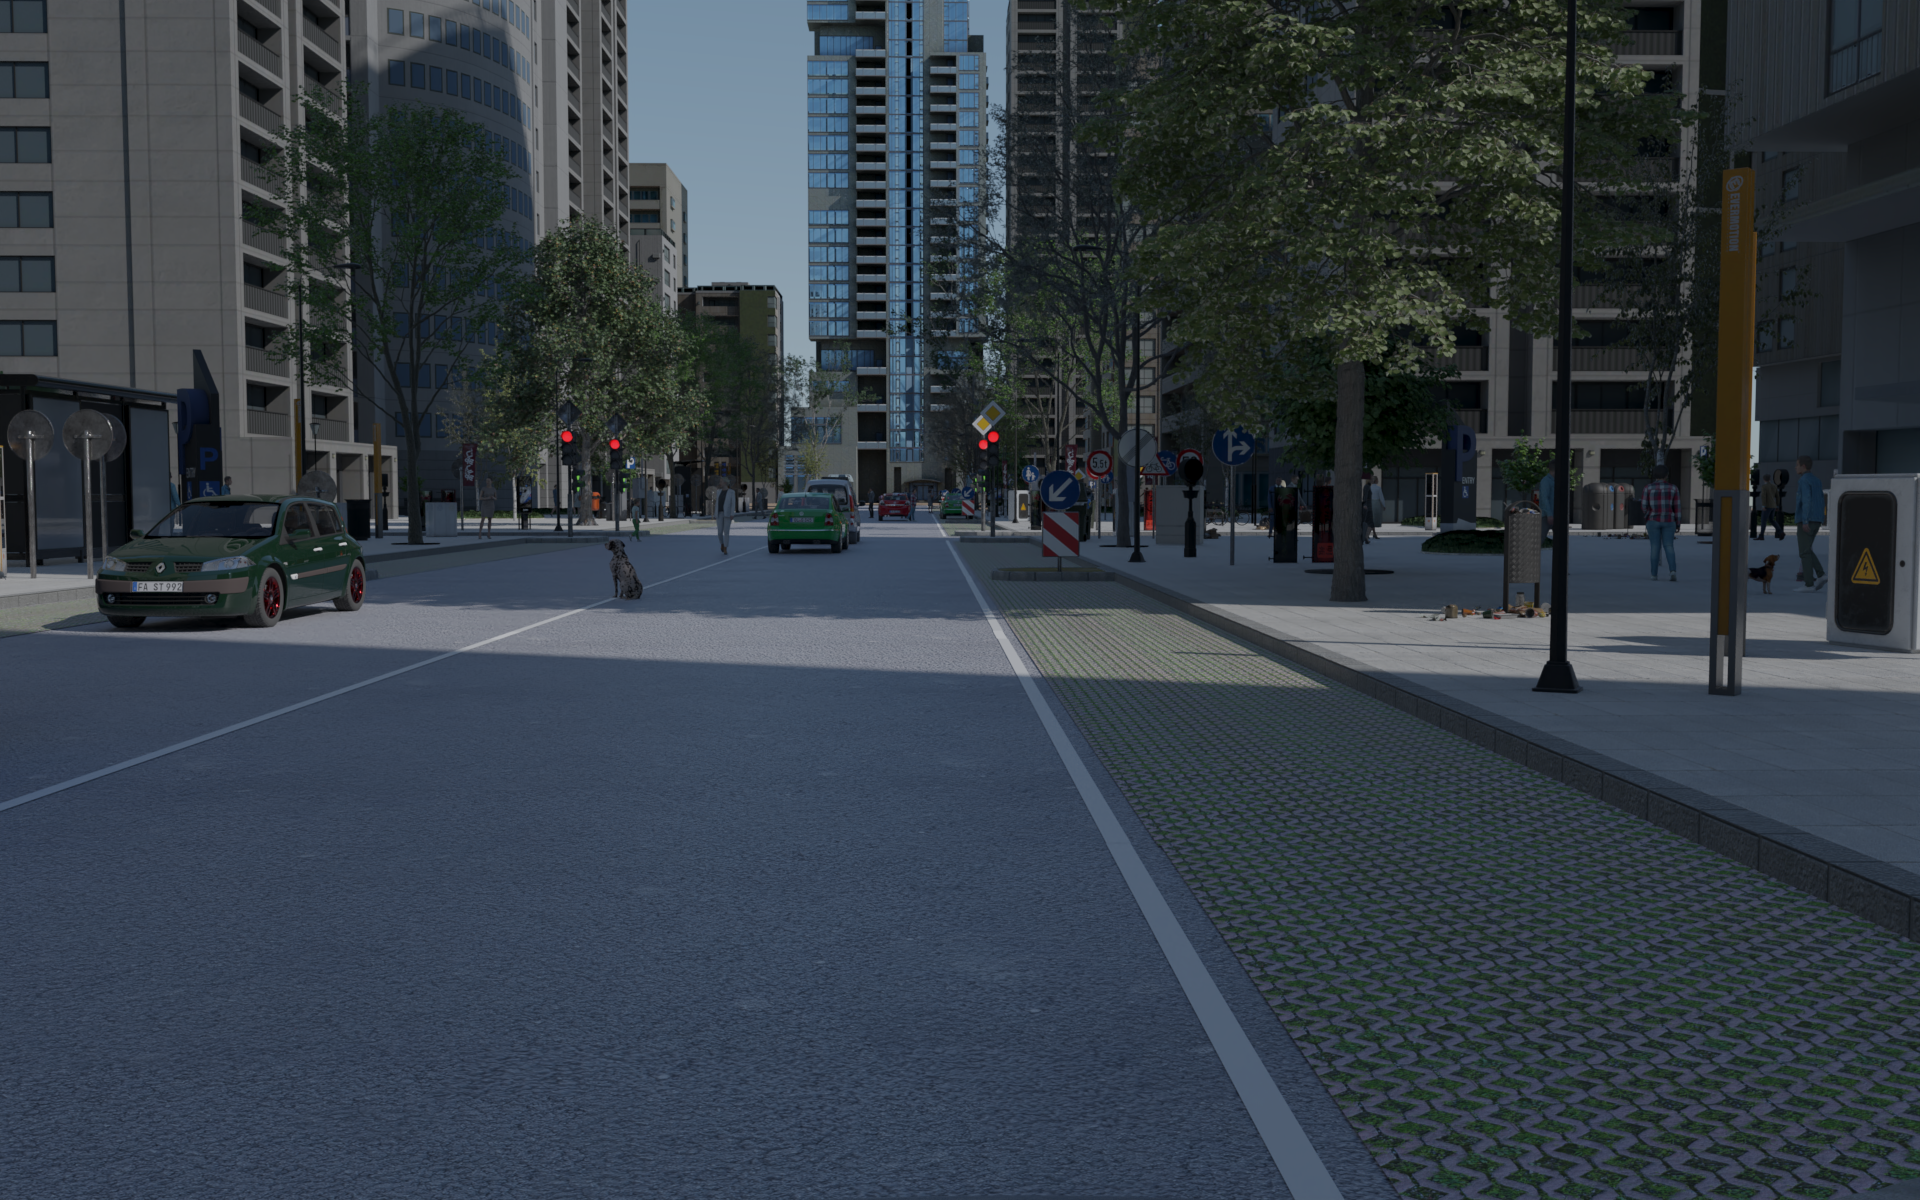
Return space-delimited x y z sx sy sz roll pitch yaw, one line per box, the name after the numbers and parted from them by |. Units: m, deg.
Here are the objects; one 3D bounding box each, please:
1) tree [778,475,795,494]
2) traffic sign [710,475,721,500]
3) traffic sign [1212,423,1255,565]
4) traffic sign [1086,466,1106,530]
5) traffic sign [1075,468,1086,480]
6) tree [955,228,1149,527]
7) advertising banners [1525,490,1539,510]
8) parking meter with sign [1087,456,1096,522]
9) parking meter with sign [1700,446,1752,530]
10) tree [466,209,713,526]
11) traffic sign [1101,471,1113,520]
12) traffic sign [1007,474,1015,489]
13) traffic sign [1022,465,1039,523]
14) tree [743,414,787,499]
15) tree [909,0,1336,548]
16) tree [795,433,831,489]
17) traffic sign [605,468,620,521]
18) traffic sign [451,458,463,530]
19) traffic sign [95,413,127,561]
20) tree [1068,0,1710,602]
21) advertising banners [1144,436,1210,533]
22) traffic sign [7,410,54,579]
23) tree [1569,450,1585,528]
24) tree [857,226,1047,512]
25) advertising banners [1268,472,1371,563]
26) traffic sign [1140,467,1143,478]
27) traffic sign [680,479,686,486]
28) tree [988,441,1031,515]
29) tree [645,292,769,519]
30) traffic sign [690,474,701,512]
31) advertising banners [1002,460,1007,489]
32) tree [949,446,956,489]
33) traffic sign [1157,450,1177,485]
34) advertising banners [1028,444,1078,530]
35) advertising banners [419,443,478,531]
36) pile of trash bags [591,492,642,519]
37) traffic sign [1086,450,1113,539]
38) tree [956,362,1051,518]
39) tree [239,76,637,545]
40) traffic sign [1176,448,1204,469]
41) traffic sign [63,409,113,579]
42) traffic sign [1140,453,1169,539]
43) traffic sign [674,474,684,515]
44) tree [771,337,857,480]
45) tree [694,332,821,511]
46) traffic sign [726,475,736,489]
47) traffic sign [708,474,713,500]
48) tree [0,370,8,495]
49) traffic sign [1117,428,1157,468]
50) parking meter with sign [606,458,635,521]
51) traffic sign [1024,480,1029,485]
-17.423 -11.040 175.109 1.663 3.219 1.824 0 3 0 | tree
-15.959 -6.911 113.105 0.768 2.556 0.104 0 4 -1 | traffic sign
4.901 -1.896 31.105 0.768 2.556 0.104 0 4 4 | traffic sign
4.831 -3.731 61.110 0.768 2.556 0.104 0 4 6 | traffic sign
6.062 -5.413 88.234 0.795 2.593 0.064 0 4 6 | traffic sign
3.603 -8.709 68.141 9.928 11.665 9.643 0 3 0 | tree
21.148 -4.111 63.407 0.090 3.025 2.074 -2 4 -34 | advertising banners
6.109 -5.112 79.848 0.543 3.016 1.738 0 4 2 | parking meter with sign
27.607 -4.046 62.407 1.738 3.016 0.543 0 4 -2 | parking meter with sign
-15.092 -9.363 70.086 9.611 12.733 9.660 0 3 0 | tree
7.136 -5.194 85.033 0.768 2.556 0.104 0 4 -1 | traffic sign
3.048 -6.330 103.596 0.768 2.556 0.104 0 4 5 | traffic sign
3.109 -4.654 76.198 0.768 2.556 0.104 0 4 8 | traffic sign
-17.101 -12.295 151.382 4.360 8.622 3.978 0 3 0 | tree
3.808 -8.012 41.366 12.009 13.543 11.850 0 3 0 | tree
-16.965 -15.070 196.750 4.737 8.622 4.395 0 3 0 | tree
-16.227 -4.949 81.015 0.768 2.556 0.104 0 4 6 | traffic sign
-17.602 -3.735 61.167 0.768 2.556 0.104 0 4 8 | traffic sign
-13.525 -1.666 27.352 0.768 2.556 0.104 0 4 7 | traffic sign
4.850 -6.233 20.036 7.486 12.596 7.792 0 3 0 | tree
6.503 -3.437 52.389 2.074 3.025 0.090 1 4 9 | advertising banners
-14.076 -1.598 26.238 0.768 2.556 0.104 0 4 8 | traffic sign
22.942 -4.365 65.965 1.663 3.219 1.824 0 3 0 | tree
1.175 -16.334 122.947 12.611 20.169 13.585 0 3 0 | tree
6.781 -2.207 32.272 2.074 3.025 0.090 0 4 -7 | advertising banners
6.402 -3.793 61.756 0.795 2.593 0.064 0 4 1 | traffic sign
-18.585 -7.046 114.936 0.795 2.593 0.064 0 4 4 | traffic sign
2.932 -7.587 107.769 4.285 4.588 4.351 0 3 0 | tree
-15.139 -10.051 90.089 9.928 11.665 9.643 0 3 0 | tree
-17.095 -6.856 112.203 0.768 2.556 0.104 0 4 5 | traffic sign
2.686 -5.687 89.171 0.090 3.025 2.074 -2 4 -28 | advertising banners
0.545 -14.064 180.304 4.737 8.622 4.395 0 3 0 | tree
5.967 -3.083 50.506 0.768 2.556 0.104 0 4 1 | traffic sign
3.283 -3.974 61.160 2.074 3.025 0.090 3 4 37 | advertising banners
-17.583 -3.867 59.413 2.074 3.025 0.090 -1 4 -8 | advertising banners
-18.134 -4.907 89.985 1.912 1.369 3.447 1 4 22 | pile of trash bags
4.016 -3.041 49.831 0.768 2.556 0.104 0 4 2 | traffic sign
2.672 -8.677 92.236 4.737 8.622 4.395 0 3 0 | tree
-13.912 -7.211 43.663 9.928 11.665 9.643 0 3 0 | tree
6.402 -2.950 48.346 0.768 2.556 0.104 0 4 3 | traffic sign
-13.120 -1.587 26.057 0.768 2.556 0.104 0 4 2 | traffic sign
5.564 -3.042 49.740 0.884 2.594 0.081 0 4 1 | traffic sign
-17.683 -6.630 108.506 0.768 2.556 0.104 0 4 2 | traffic sign
-16.047 -21.535 207.983 12.611 20.169 13.585 0 3 0 | tree
-15.863 -13.556 132.003 12.009 13.543 11.850 0 3 0 | tree
-14.968 -6.892 112.783 0.768 2.556 0.104 0 4 7 | traffic sign
-16.276 -6.935 113.389 0.884 2.594 0.081 0 4 5 | traffic sign
-25.344 -3.810 46.009 4.285 4.588 4.351 0 3 0 | tree
3.428 -2.048 33.584 0.768 2.556 0.104 0 4 2 | traffic sign
-16.213 -5.268 82.398 1.738 3.016 0.543 3 5 41 | parking meter with sign
3.951 -5.933 97.103 0.768 2.556 0.104 0 4 6 | traffic sign
